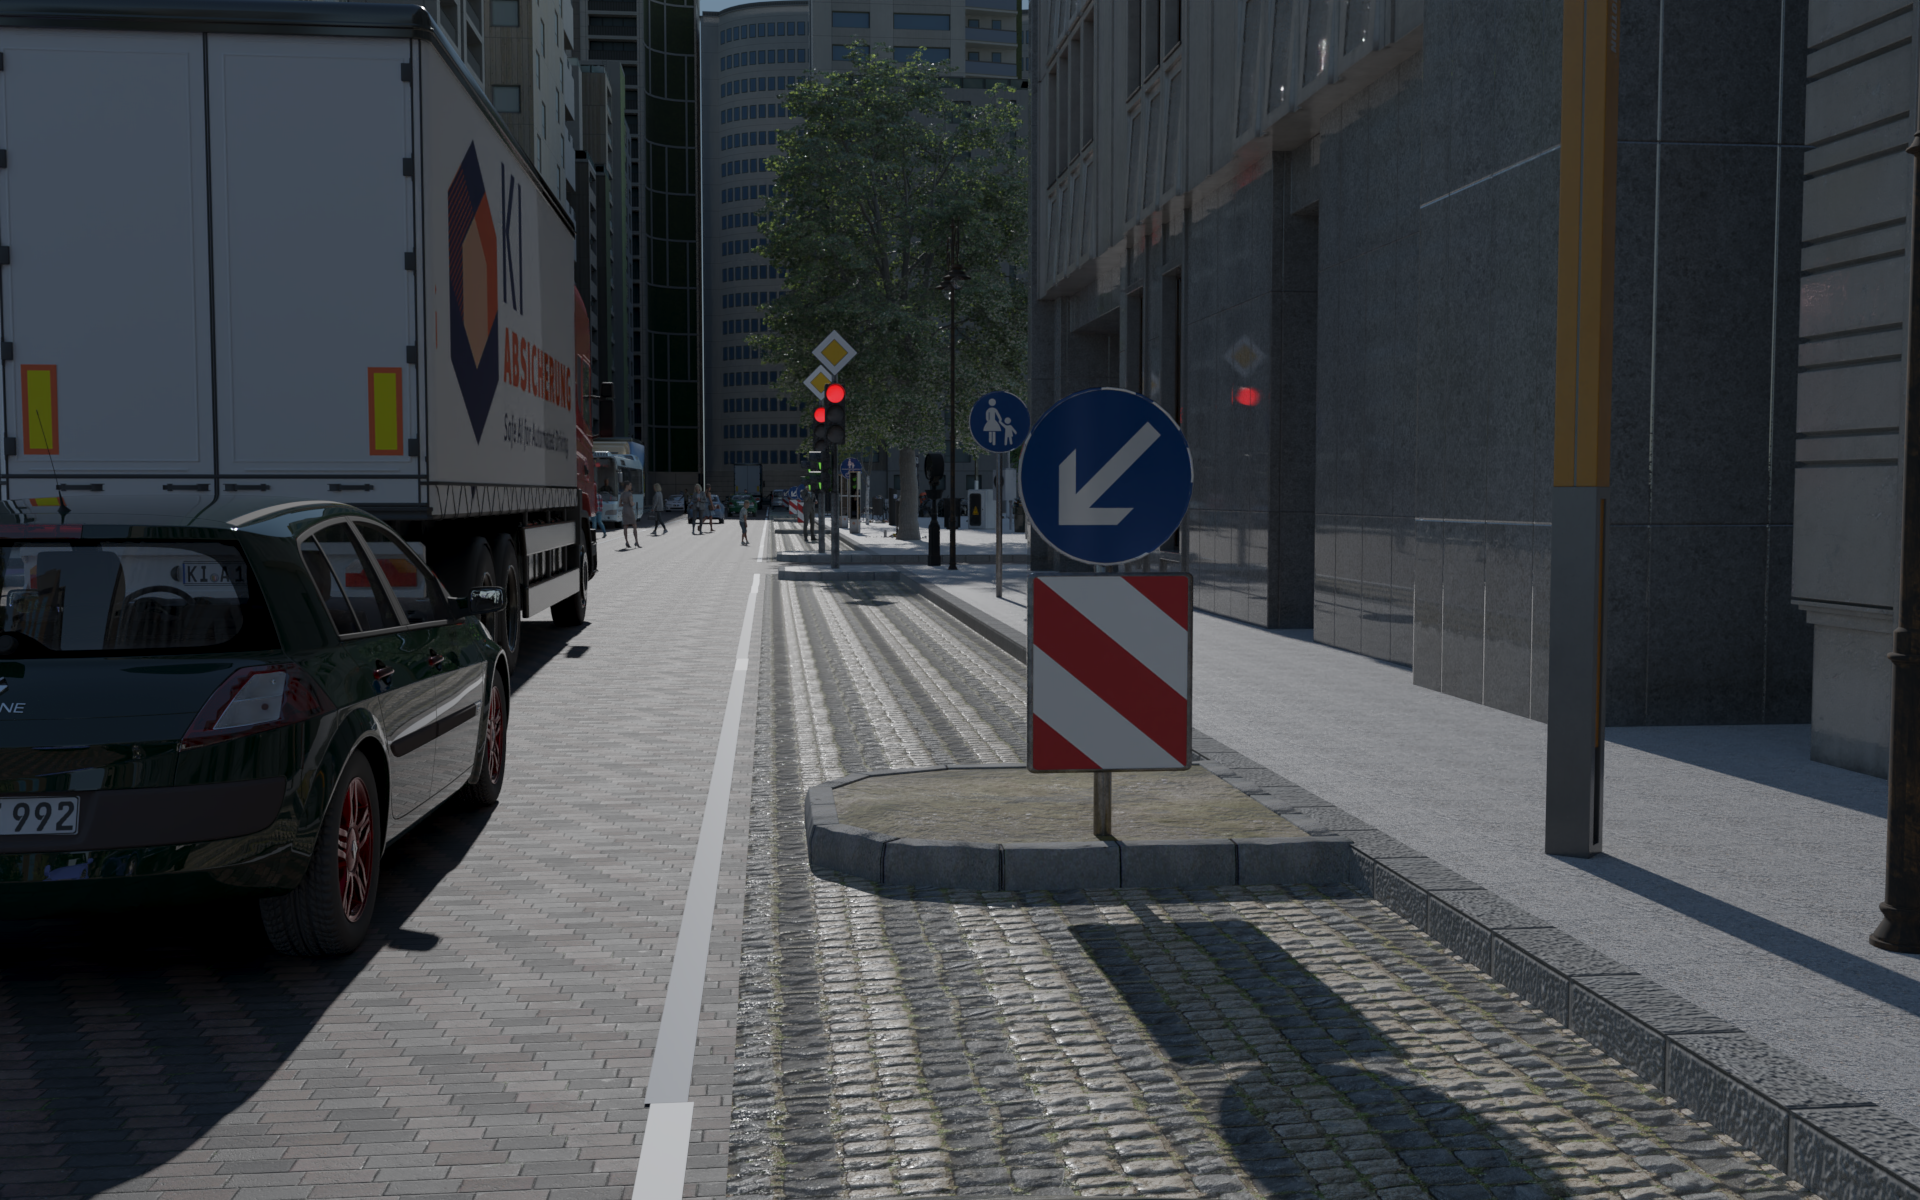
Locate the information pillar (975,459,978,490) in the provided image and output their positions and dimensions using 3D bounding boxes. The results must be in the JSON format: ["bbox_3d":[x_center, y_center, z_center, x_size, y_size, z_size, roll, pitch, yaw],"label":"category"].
[{"bbox_3d":[1.009,-7.058,106.757,0.183,3.616,0.504,1,4,18],"label":"information pillar"}]

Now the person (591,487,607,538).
[{"bbox_3d":[-11.880,-2.887,56.547,0.643,1.720,0.563,3,5,41],"label":"person"}]

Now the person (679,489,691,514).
[{"bbox_3d":[-19.963,-7.191,126.089,1.348,1.823,0.705,3,5,39],"label":"person"}]

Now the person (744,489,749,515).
[{"bbox_3d":[-14.722,-6.704,118.554,0.568,1.767,0.683,0,4,-8],"label":"person"}]

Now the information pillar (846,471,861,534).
[{"bbox_3d":[-3.409,-3.161,56.180,0.304,2.012,0.304,1,4,13],"label":"information pillar"}]

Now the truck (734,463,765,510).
[{"bbox_3d":[-19.707,-10.571,161.757,2.839,4.237,11.283,0,4,-5],"label":"truck"}]

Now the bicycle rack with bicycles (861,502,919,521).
[{"bbox_3d":[-3.451,-4.265,83.108,2.852,0.926,2.925,-2,4,-35],"label":"bicycle rack with bicycles"}]

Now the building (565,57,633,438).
[{"bbox_3d":[-38.087,-29.033,158.287,14.154,41.232,14.086,0,4,-6],"label":"building"}]

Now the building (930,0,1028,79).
[{"bbox_3d":[11.731,-40.854,209.956,28.212,58.520,21.231,0,4,-6],"label":"building"}]

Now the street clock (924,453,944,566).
[{"bbox_3d":[-0.459,-1.607,30.853,0.358,2.002,0.471,-1,4,-20],"label":"street clock"}]

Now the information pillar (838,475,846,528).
[{"bbox_3d":[-4.421,-3.733,65.523,0.304,2.012,0.304,-2,4,-28],"label":"information pillar"}]

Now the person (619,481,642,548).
[{"bbox_3d":[-8.777,-2.279,46.097,0.599,1.781,0.374,3,4,36],"label":"person"}]

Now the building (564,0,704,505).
[{"bbox_3d":[-41.018,-46.776,203.036,20.611,71.187,20.563,0,4,-6],"label":"building"}]

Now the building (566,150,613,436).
[{"bbox_3d":[-36.777,-22.808,144.604,14.160,30.474,14.107,0,4,-6],"label":"building"}]

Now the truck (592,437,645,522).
[{"bbox_3d":[-17.593,-6.028,87.477,2.839,4.237,11.283,0,4,-6],"label":"truck"}]

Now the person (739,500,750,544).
[{"bbox_3d":[-6.179,-2.234,49.714,0.352,1.250,0.332,1,4,19],"label":"person"}]

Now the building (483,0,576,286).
[{"bbox_3d":[-41.952,-32.585,121.998,28.713,52.752,27.495,0,4,-6],"label":"building"}]

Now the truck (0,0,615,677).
[{"bbox_3d":[-4.885,-1.619,15.390,2.839,4.237,11.283,0,4,-7],"label":"truck"}]

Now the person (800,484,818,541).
[{"bbox_3d":[-4.548,-2.727,52.890,0.447,1.846,0.655,3,5,40],"label":"person"}]

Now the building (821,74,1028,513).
[{"bbox_3d":[-2.322,-21.521,123.572,14.160,30.474,14.107,0,4,-6],"label":"building"}]

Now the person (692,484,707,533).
[{"bbox_3d":[-9.535,-3.341,63.303,0.537,1.800,0.526,0,4,4],"label":"person"}]

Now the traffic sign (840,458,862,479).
[{"bbox_3d":[-3.802,-3.700,60.597,0.768,2.556,0.104,0,3,0],"label":"traffic sign"}]

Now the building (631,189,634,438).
[{"bbox_3d":[-40.783,-30.193,177.243,14.086,41.232,14.154,0,4,-6],"label":"building"}]

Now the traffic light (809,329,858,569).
[{"bbox_3d":[-2.163,-2.493,29.687,0.839,4.253,0.868,0,4,-6],"label":"traffic light"}]

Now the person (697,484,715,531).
[{"bbox_3d":[-9.607,-3.506,65.913,0.778,1.811,0.616,-3,5,-40],"label":"person"}]

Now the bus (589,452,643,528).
[{"bbox_3d":[-15.608,-4.912,75.168,2.948,3.499,13.247,0,4,-6],"label":"bus"}]

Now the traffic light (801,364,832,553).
[{"bbox_3d":[-3.031,-2.979,37.625,0.839,4.253,0.868,0,4,-6],"label":"traffic light"}]

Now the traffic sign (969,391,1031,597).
[{"bbox_3d":[0.486,-1.305,21.447,0.768,2.556,0.104,0,4,-5],"label":"traffic sign"}]

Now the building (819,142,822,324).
[{"bbox_3d":[-4.119,-22.376,137.541,14.160,30.474,14.107,0,4,-6],"label":"building"}]

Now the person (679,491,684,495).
[{"bbox_3d":[-24.822,-8.879,154.336,0.551,1.740,0.621,-3,4,-36],"label":"person"}]

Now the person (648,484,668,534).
[{"bbox_3d":[-10.699,-3.218,61.304,0.728,1.800,0.709,1,4,11],"label":"person"}]

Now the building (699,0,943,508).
[{"bbox_3d":[-16.380,-40.642,206.495,28.212,58.520,21.231,0,4,-6],"label":"building"}]

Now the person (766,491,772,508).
[{"bbox_3d":[-18.652,-9.914,171.420,1.217,1.723,0.721,0,4,-2],"label":"person"}]

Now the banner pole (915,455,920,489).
[{"bbox_3d":[-2.679,-6.563,97.328,0.863,3.779,0.401,-1,4,-12],"label":"banner pole"}]
